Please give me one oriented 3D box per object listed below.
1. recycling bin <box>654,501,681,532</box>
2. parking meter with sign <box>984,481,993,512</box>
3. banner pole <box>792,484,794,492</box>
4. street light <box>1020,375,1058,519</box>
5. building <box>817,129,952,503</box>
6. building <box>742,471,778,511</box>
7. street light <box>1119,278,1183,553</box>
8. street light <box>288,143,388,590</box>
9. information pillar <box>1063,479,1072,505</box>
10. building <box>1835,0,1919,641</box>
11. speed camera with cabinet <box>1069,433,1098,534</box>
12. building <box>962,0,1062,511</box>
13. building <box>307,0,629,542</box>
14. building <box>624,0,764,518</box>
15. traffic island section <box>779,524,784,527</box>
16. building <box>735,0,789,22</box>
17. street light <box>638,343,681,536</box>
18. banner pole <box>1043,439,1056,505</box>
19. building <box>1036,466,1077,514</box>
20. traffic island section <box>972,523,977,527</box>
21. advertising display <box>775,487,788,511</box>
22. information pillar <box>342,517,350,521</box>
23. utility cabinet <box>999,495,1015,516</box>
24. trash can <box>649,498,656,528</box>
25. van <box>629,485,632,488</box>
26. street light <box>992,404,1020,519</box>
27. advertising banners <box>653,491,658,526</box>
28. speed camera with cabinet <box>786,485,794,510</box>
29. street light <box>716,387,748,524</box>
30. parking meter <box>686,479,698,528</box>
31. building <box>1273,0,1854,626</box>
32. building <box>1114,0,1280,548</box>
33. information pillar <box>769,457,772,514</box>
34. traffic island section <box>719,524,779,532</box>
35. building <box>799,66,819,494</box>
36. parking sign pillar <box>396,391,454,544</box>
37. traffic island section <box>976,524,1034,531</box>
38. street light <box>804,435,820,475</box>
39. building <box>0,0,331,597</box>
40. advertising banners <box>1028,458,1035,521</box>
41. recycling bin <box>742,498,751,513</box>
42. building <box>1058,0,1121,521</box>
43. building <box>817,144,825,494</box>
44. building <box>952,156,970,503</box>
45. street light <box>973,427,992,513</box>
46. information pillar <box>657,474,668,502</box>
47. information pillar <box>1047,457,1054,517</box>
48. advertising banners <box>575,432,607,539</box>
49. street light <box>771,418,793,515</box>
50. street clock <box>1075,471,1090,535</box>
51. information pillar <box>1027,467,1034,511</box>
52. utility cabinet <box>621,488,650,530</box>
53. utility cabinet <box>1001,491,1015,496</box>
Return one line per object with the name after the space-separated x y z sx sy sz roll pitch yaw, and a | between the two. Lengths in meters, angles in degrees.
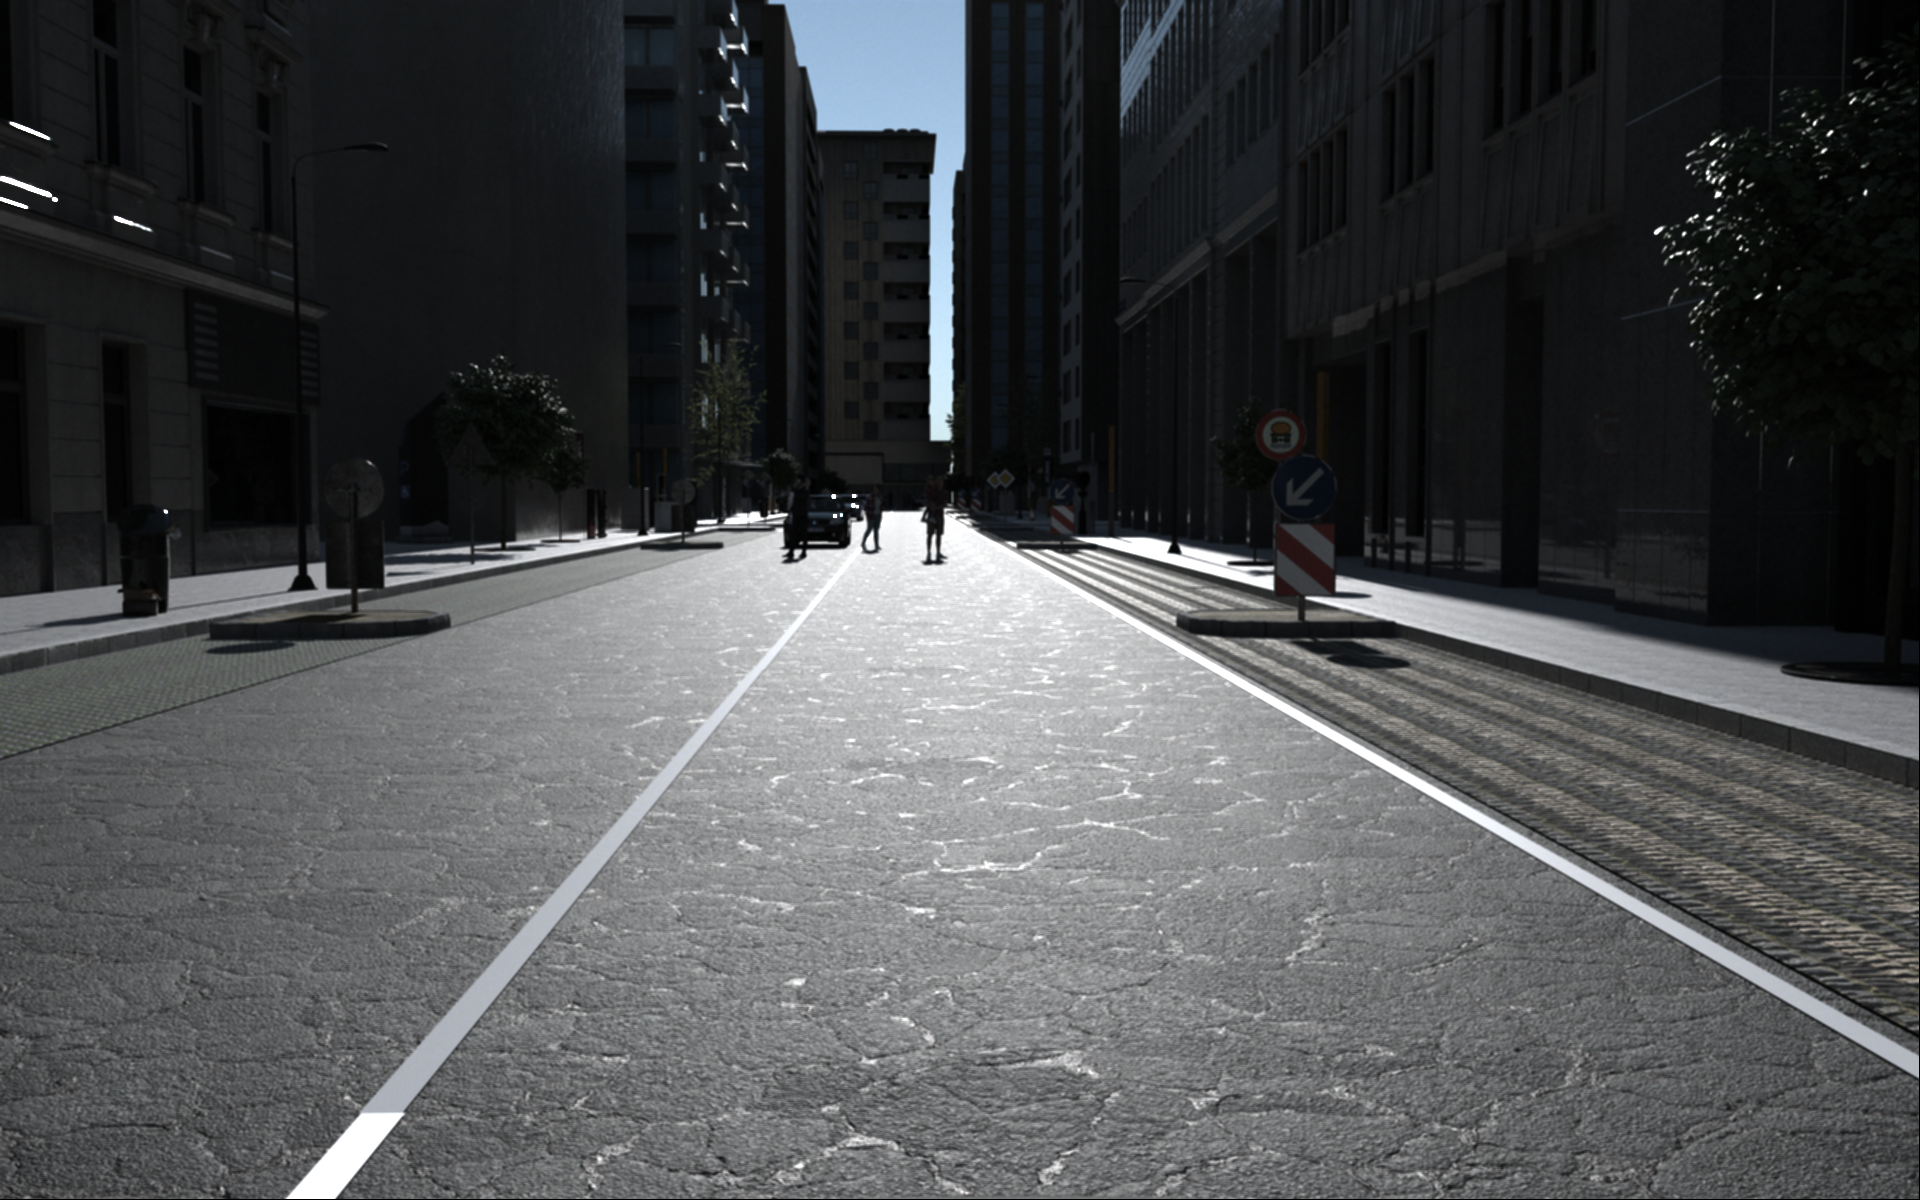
-9.895 -2.819 58.646 0.722 1.027 0.722 -2 4 -29 | recycling bin
1.976 -7.704 122.224 0.543 3.016 1.738 -1 4 -12 | parking meter with sign
-14.269 -9.694 148.512 0.401 3.779 0.863 -2 4 -29 | banner pole
3.248 -5.830 67.864 1.470 5.913 1.316 0 4 -2 | street light
-15.212 -40.362 249.162 27.495 52.752 28.713 0 4 -2 | building
-30.554 -26.972 132.880 32.217 40.220 23.993 0 4 -2 | building
4.111 -3.965 37.375 1.470 5.913 1.316 0 4 -2 | street light
-8.263 -3.089 23.045 1.470 5.913 1.316 0 4 -2 | street light
5.162 -4.823 83.342 0.304 2.012 0.304 -3 4 -37 | information pillar
14.569 -10.893 7.786 12.332 23.373 15.834 0 4 -2 | building
4.009 -3.801 56.488 0.660 3.252 2.038 0 4 -7 | speed camera with cabinet
7.561 -29.918 139.269 14.600 45.320 14.200 0 4 -2 | building
-29.263 -15.318 54.967 34.151 26.468 19.350 0 4 -2 | building
-23.791 -29.238 97.642 23.786 49.044 30.456 0 4 -2 | building
-8.527 -3.263 75.624 2.009 0.180 2.903 0 4 -2 | traffic island section
-22.189 -31.003 157.010 14.600 45.320 14.200 0 4 -2 | building
-9.292 -4.953 53.529 1.470 5.913 1.316 0 4 -2 | street light
4.096 -5.413 78.527 0.863 3.779 0.401 2 4 34 | banner pole
21.616 -25.744 112.796 32.217 40.220 23.993 0 4 -2 | building
1.560 -3.281 75.928 2.009 0.180 2.903 0 4 -2 | traffic island section
-13.247 -7.546 128.596 0.974 1.923 0.123 1 4 17 | advertising display
-14.854 -2.301 42.107 0.304 2.012 0.304 -2 4 -24 | information pillar
2.754 -5.536 101.677 1.020 1.237 0.306 3 5 43 | utility cabinet
-11.809 -3.274 65.180 0.748 1.137 0.748 0 3 0 | trash can
-15.345 -3.905 70.857 4.112 2.044 2.013 0 4 -3 | van
2.561 -7.124 89.025 1.470 5.913 1.316 0 4 -2 | street light
-12.452 -4.350 67.314 2.074 3.025 0.090 -1 4 -10 | advertising banners
-13.105 -8.484 133.044 0.660 3.252 2.038 1 4 19 | speed camera with cabinet
-9.918 -6.287 75.338 1.470 5.913 1.316 0 4 -2 | street light
-10.178 -3.676 65.814 0.399 1.863 0.255 0 4 4 | parking meter
12.929 -12.727 26.109 12.078 24.808 19.932 0 4 -2 | building
11.873 -16.714 50.766 11.434 29.767 29.804 0 4 -2 | building
-12.041 -7.291 110.567 0.183 3.616 0.504 1 4 12 | information pillar
-8.282 -2.774 67.643 2.009 0.180 2.903 0 4 -2 | traffic island section
-26.742 -34.564 188.828 21.300 48.544 21.600 0 4 -2 | building
-13.965 -3.462 45.076 1.447 3.967 1.447 2 4 29 | parking sign pillar
1.805 -2.793 67.947 2.009 0.180 2.903 0 4 -2 | traffic island section
-11.725 -10.030 136.537 1.470 5.913 1.316 0 4 -2 | street light
-19.520 -14.461 12.848 17.030 29.872 44.131 0 4 -2 | building
3.424 -5.302 82.878 0.090 3.025 2.074 0 4 -6 | advertising banners
-14.378 -6.281 115.254 0.722 1.027 0.722 -3 5 -41 | recycling bin
12.474 -19.197 85.574 14.107 30.474 14.160 0 4 -2 | building
-24.366 -34.646 216.572 14.200 45.320 14.600 0 4 -2 | building
9.665 -38.096 246.572 21.600 48.544 21.300 0 4 -2 | building
1.584 -9.000 119.694 1.470 5.913 1.316 0 4 -2 | street light
-10.921 -3.615 63.591 0.304 2.012 0.304 0 4 5 | information pillar
5.051 -6.413 96.213 0.504 3.616 0.183 -3 5 -44 | information pillar
-10.625 -3.283 49.866 0.090 3.025 2.074 1 4 12 | advertising banners
-10.902 -8.166 106.047 1.470 5.913 1.316 0 4 -2 | street light
3.892 -3.080 54.920 0.358 2.002 0.471 3 5 44 | street clock
5.339 -8.525 130.738 0.504 3.616 0.183 -1 4 -13 | information pillar
-11.366 -3.176 60.612 1.173 1.500 0.318 3 5 39 | utility cabinet
3.266 -6.664 117.643 0.318 1.500 1.173 -3 5 -39 | utility cabinet
